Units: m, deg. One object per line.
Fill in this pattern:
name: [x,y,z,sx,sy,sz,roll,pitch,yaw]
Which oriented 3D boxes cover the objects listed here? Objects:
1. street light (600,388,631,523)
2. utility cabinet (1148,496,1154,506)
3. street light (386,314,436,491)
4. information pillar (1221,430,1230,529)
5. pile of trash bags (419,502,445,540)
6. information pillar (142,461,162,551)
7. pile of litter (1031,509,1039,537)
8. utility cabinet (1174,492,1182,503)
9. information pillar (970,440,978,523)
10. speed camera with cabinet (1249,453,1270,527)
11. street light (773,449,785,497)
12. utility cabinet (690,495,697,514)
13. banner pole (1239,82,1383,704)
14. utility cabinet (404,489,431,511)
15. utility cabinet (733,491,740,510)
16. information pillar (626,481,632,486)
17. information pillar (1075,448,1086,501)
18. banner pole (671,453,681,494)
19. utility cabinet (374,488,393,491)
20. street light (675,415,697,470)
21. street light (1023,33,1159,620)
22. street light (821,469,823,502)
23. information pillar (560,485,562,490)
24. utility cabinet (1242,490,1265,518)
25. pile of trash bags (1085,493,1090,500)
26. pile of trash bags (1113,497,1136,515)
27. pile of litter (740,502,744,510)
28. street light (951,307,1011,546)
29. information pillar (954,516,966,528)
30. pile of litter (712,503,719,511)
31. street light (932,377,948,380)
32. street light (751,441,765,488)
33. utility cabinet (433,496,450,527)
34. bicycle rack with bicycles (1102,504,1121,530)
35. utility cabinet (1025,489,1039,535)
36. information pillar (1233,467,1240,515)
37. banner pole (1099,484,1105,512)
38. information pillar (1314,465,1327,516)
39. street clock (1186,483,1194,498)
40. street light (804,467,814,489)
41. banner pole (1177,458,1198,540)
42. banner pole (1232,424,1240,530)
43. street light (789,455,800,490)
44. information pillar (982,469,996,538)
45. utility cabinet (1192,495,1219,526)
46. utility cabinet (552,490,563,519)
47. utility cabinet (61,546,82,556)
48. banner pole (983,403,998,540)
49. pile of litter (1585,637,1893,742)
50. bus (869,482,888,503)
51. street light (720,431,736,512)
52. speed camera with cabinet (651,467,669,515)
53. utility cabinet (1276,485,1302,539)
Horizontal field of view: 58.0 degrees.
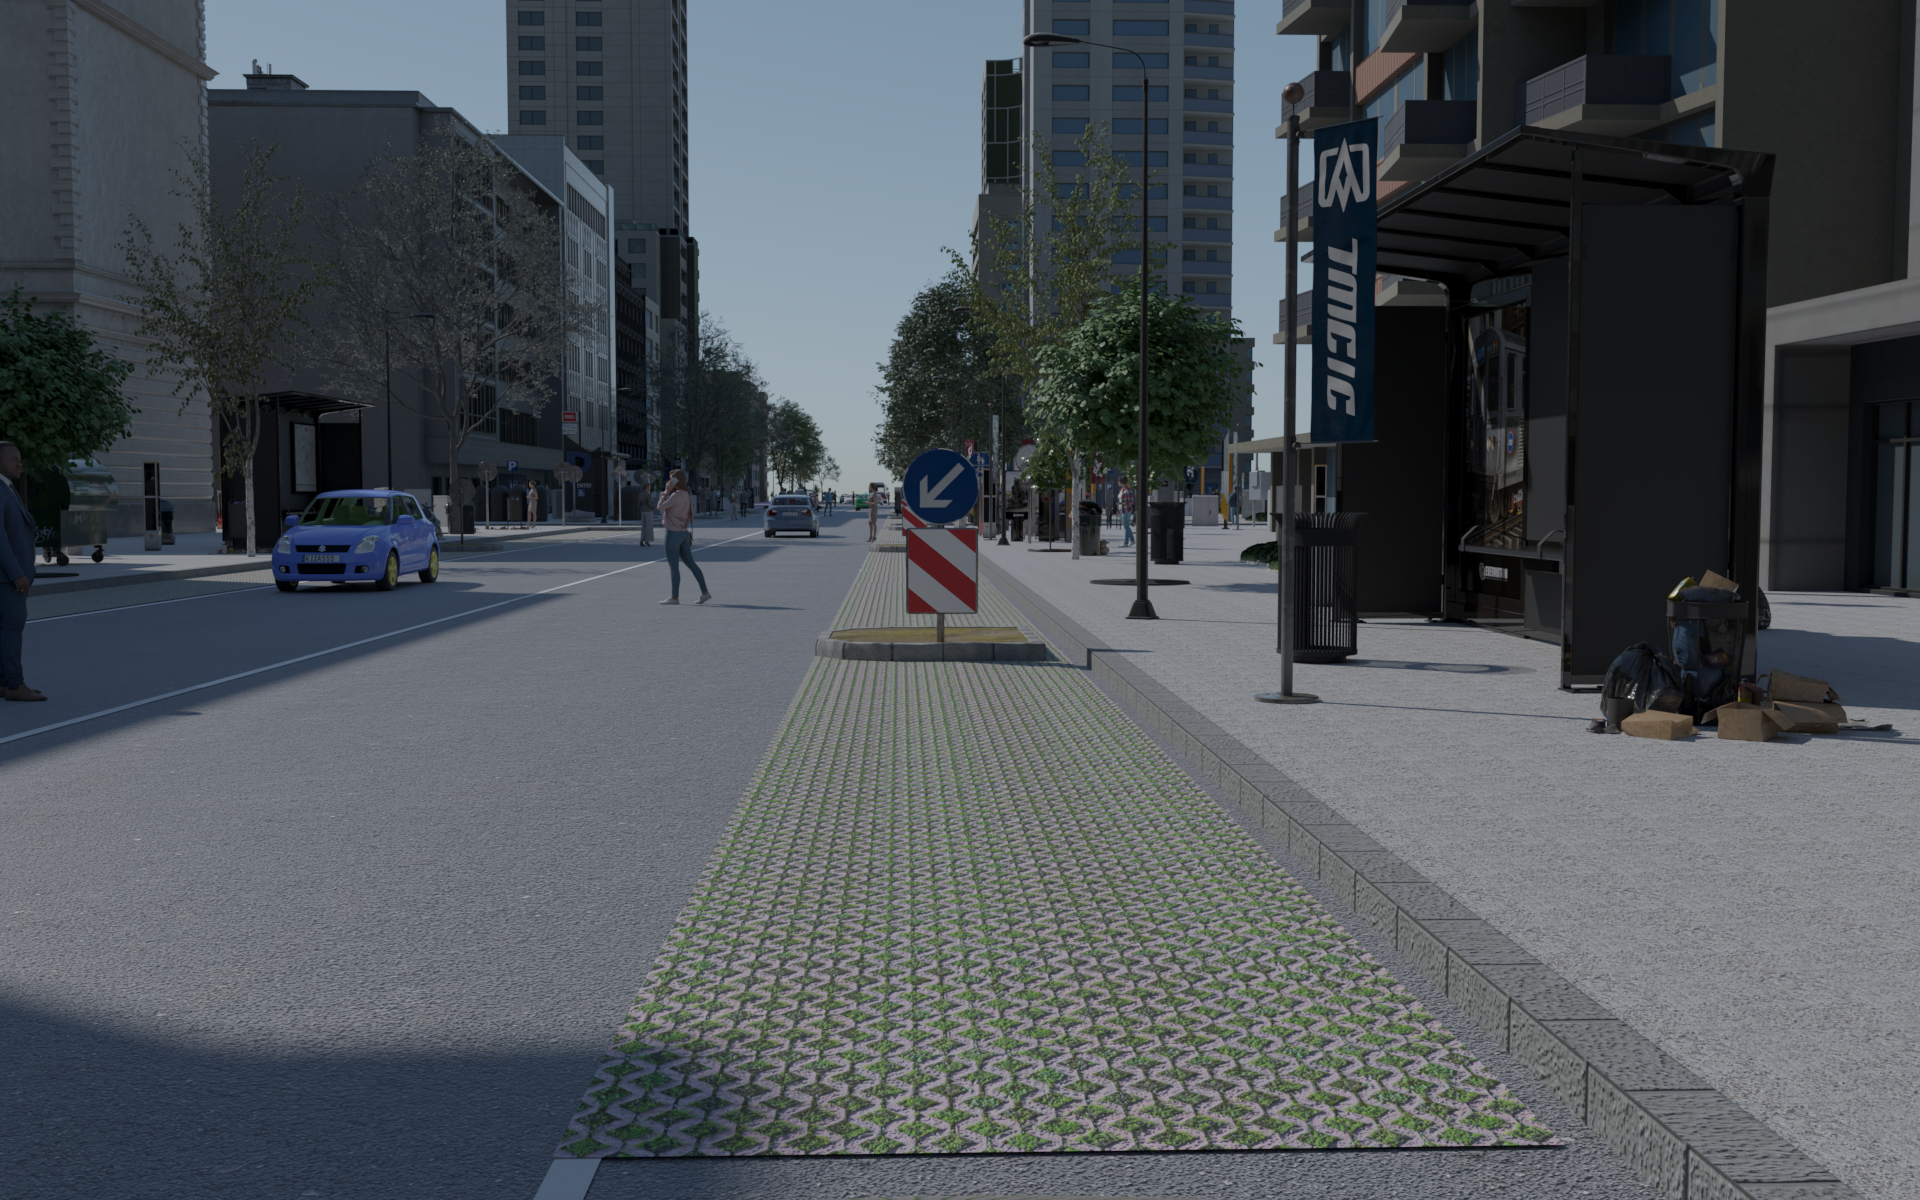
street light: [-15.124,-6.329,76.012,1.470,5.913,1.316,0,4,-2]
utility cabinet: [8.029,-3.562,69.404,1.020,1.237,0.306,-1,4,-17]
street light: [-14.188,-4.413,44.693,1.470,5.913,1.316,0,4,-2]
information pillar: [9.614,-4.369,62.788,0.183,3.616,0.504,2,4,30]
pile of trash bags: [-15.723,-2.300,47.358,1.912,1.369,3.447,1,4,16]
information pillar: [-18.273,-2.121,39.175,0.304,2.012,0.304,-1,4,-12]
pile of litter: [2.687,-2.323,51.938,1.176,0.858,1.719,-1,4,-9]
utility cabinet: [19.234,-8.824,152.956,1.173,1.500,0.318,0,4,3]
information pillar: [0.578,-5.167,75.840,0.504,3.616,0.183,2,4,30]
speed camera with cabinet: [12.120,-4.457,67.203,0.660,3.252,2.038,-2,4,-32]
street light: [-18.684,-12.594,178.460,1.470,5.913,1.316,0,4,-2]
utility cabinet: [-16.938,-5.957,108.551,0.306,1.237,1.020,2,4,31]
banner pole: [2.178,-1.251,10.471,0.401,3.779,0.863,-3,5,-40]
utility cabinet: [-24.340,-4.225,77.752,1.173,1.500,0.318,1,4,11]
utility cabinet: [-17.226,-7.644,133.657,0.318,1.500,1.173,0,4,5]
information pillar: [-18.055,-5.501,94.426,0.304,2.012,0.304,-1,4,-13]
information pillar: [3.646,-3.751,52.679,0.183,3.616,0.504,3,5,44]
banner pole: [-17.399,-7.082,105.811,0.863,3.779,0.401,1,4,18]
utility cabinet: [-19.658,-3.081,59.059,0.318,1.500,1.173,-2,4,-35]
street light: [-16.109,-7.887,101.495,1.470,5.913,1.316,0,4,-2]
street light: [1.336,-2.758,17.640,1.470,5.913,1.316,0,4,-2]
street light: [-21.661,-17.732,262.455,1.470,5.913,1.316,0,4,-2]
information pillar: [-22.180,-5.654,96.927,0.304,2.012,0.304,-3,4,-37]
utility cabinet: [15.250,-4.980,90.101,1.173,1.500,0.318,3,4,37]
pile of trash bags: [8.208,-6.506,116.128,1.912,1.369,3.447,-1,4,-9]
pile of trash bags: [10.282,-6.101,109.508,1.912,1.369,3.447,3,5,41]
pile of litter: [-18.398,-7.864,142.540,1.176,0.858,1.719,3,4,37]
street light: [0.545,-4.317,43.130,1.470,5.913,1.316,0,4,-2]
information pillar: [-0.003,-3.479,61.376,0.304,2.012,0.304,-3,4,-38]
pile of litter: [-18.543,-7.280,132.994,1.719,0.858,1.176,-1,4,-19]
street light: [-0.400,-5.876,68.614,1.470,5.913,1.316,0,4,-2]
street light: [-17.821,-11.008,152.522,1.470,5.913,1.316,0,4,-2]
utility cabinet: [-20.306,-3.485,68.141,1.020,1.237,0.306,3,5,42]
bicycle rack with bicycles: [4.770,-3.039,63.065,2.852,0.926,2.925,0,4,2]
utility cabinet: [2.160,-2.768,53.938,1.173,1.500,0.318,-3,4,-38]
information pillar: [16.660,-6.944,104.883,0.183,3.616,0.504,2,4,29]
banner pole: [10.248,-8.298,125.689,0.401,3.779,0.863,2,4,26]
information pillar: [9.092,-2.396,43.673,0.304,2.012,0.304,1,4,12]
street clock: [14.446,-6.375,108.808,0.358,2.002,0.471,-3,4,-38]
street light: [-20.622,-16.091,235.622,1.470,5.913,1.316,0,4,-2]
banner pole: [6.333,-3.583,48.601,0.863,3.779,0.401,3,5,40]
banner pole: [9.816,-4.371,61.486,0.401,3.779,0.863,2,4,26]
street light: [-19.530,-14.155,203.970,1.470,5.913,1.316,0,4,-2]
information pillar: [0.853,-2.800,50.265,0.304,2.012,0.304,2,4,27]
utility cabinet: [9.769,-3.536,68.982,1.020,1.237,0.306,0,4,5]
utility cabinet: [-20.581,-4.955,89.692,0.318,1.500,1.173,2,4,32]
utility cabinet: [-18.770,-1.543,36.396,0.306,1.237,1.020,-3,5,-43]
banner pole: [0.931,-3.555,48.138,0.401,3.779,0.863,1,4,21]
pile of litter: [4.256,0.276,9.449,1.719,0.858,1.176,0,4,5]
bus: [-13.070,-17.245,276.811,2.948,3.499,13.247,0,4,-1]
street light: [-16.951,-9.462,127.243,1.470,5.913,1.316,0,4,-2]
speed camera with cabinet: [-18.646,-6.841,106.191,0.660,3.252,2.038,2,4,26]
utility cabinet: [8.299,-2.145,43.755,0.318,1.500,1.173,2,4,28]
